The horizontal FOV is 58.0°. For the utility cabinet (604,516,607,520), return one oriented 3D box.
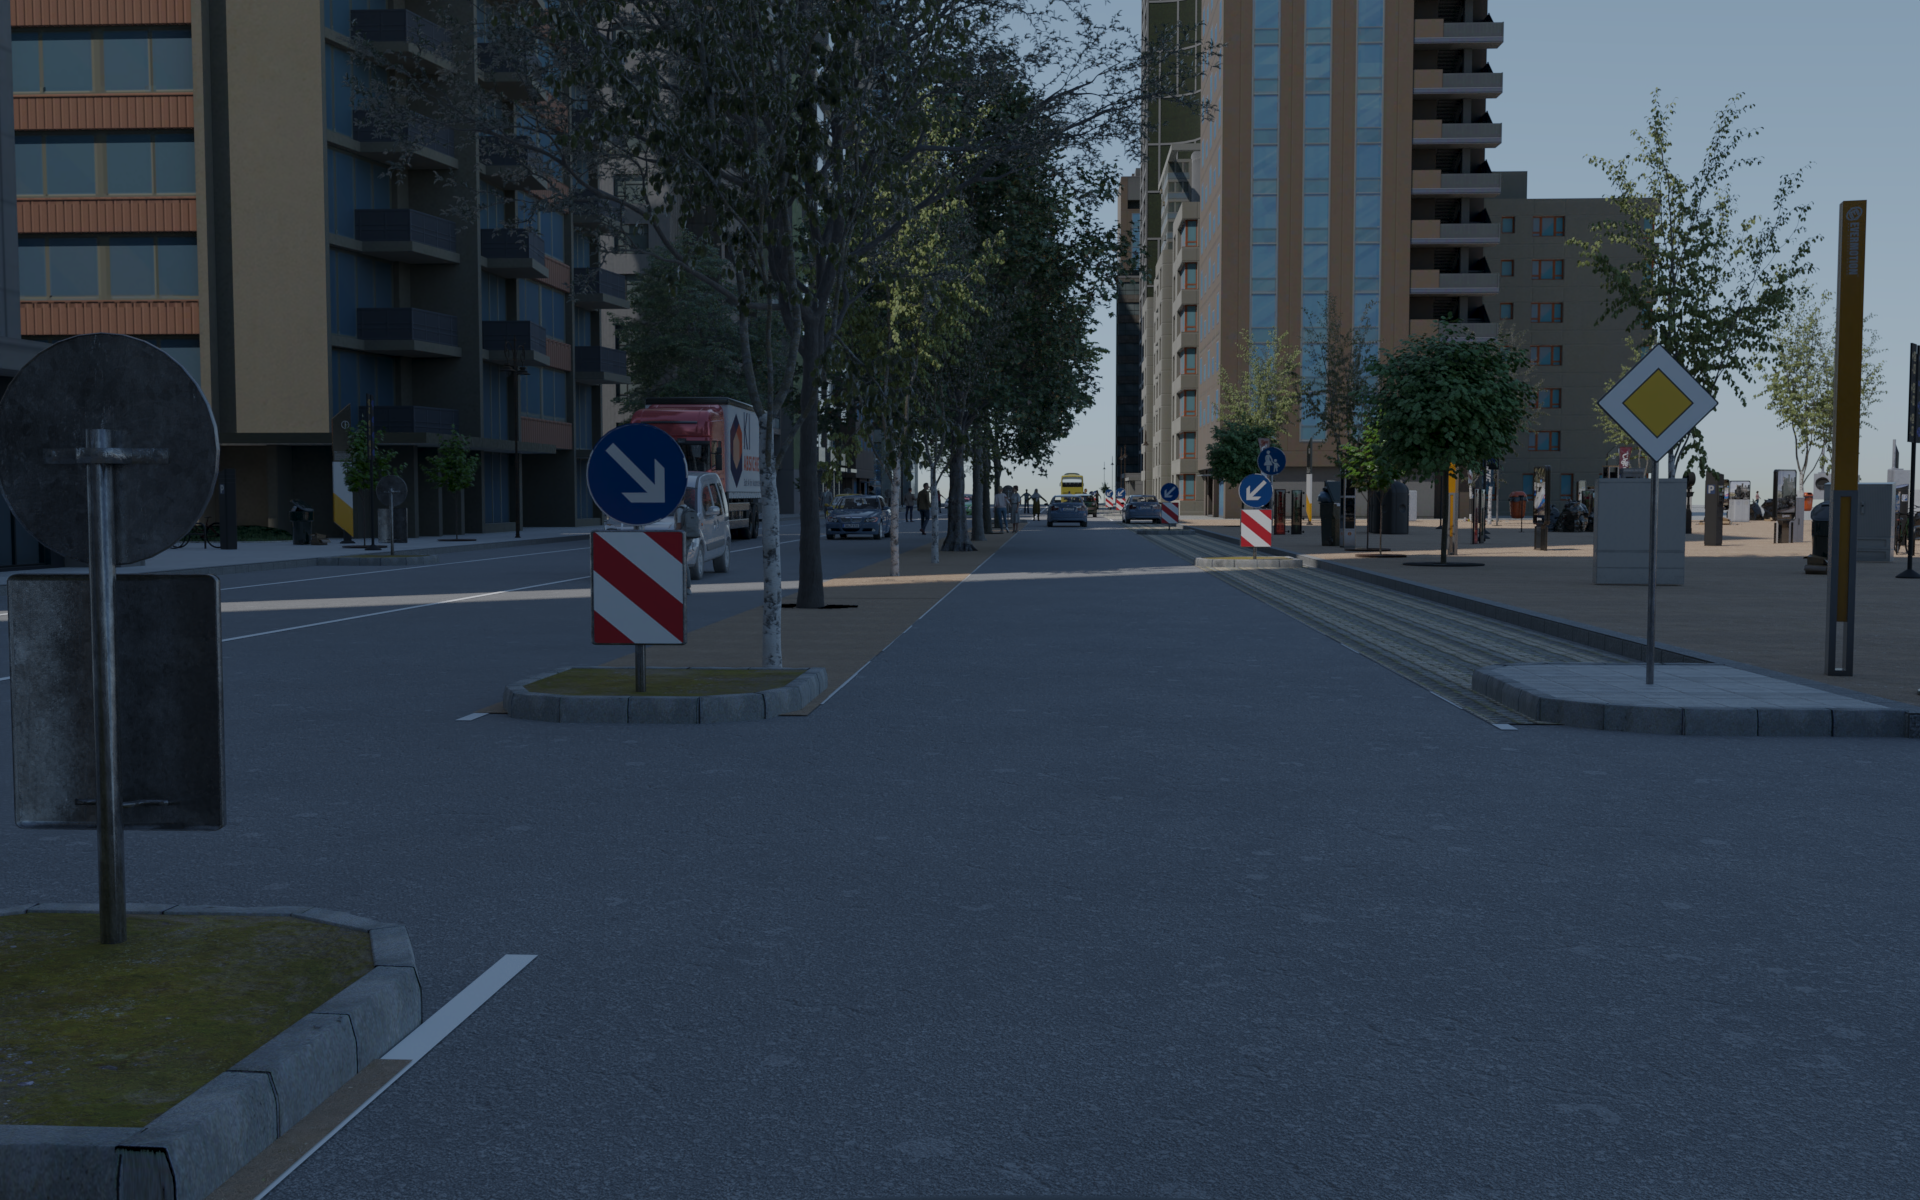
[{"bbox_3d":[-17.973,-4.677,85.141,1.173,1.500,0.318,0,4,7],"label":"utility cabinet"}]

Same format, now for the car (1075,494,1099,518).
[{"bbox_3d":[7.599,-5.947,107.025,2.009,1.686,4.222,0,4,4],"label":"car"}]

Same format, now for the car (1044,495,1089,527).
[{"bbox_3d":[4.719,-3.951,76.596,2.014,1.417,4.499,0,4,2],"label":"car"}]

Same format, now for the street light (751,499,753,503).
[{"bbox_3d":[-10.747,-7.133,89.410,0.468,5.910,1.993,0,4,3],"label":"street light"}]

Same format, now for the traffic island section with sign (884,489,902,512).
[{"bbox_3d":[-5.738,-8.008,139.553,1.989,1.847,2.006,0,4,3],"label":"traffic island section with sign"}]

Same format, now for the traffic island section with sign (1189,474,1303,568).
[{"bbox_3d":[5.692,-1.580,34.466,1.989,1.847,2.006,0,4,3],"label":"traffic island section with sign"}]

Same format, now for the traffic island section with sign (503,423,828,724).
[{"bbox_3d":[-2.027,-0.221,11.756,2.006,1.907,1.989,0,4,3],"label":"traffic island section with sign"}]

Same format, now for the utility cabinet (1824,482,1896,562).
[{"bbox_3d":[17.011,-1.475,32.789,1.173,1.500,0.318,3,5,40],"label":"utility cabinet"}]

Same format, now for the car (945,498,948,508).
[{"bbox_3d":[-0.489,-9.892,174.098,2.083,1.381,4.827,0,4,4],"label":"car"}]

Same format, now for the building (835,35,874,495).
[{"bbox_3d":[-15.377,-30.845,154.422,14.600,45.320,14.200,0,4,3],"label":"building"}]

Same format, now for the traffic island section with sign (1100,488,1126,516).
[{"bbox_3d":[10.227,-6.298,111.606,1.989,1.847,2.006,0,4,3],"label":"traffic island section with sign"}]

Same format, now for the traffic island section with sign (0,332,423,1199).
[{"bbox_3d":[-2.472,0.231,4.362,2.006,1.907,1.989,0,4,3],"label":"traffic island section with sign"}]

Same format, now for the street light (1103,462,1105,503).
[{"bbox_3d":[20.447,-16.684,245.565,0.468,5.910,1.993,0,4,3],"label":"street light"}]

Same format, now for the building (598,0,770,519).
[{"bbox_3d":[-18.520,-19.784,95.173,14.160,30.474,14.107,0,4,3],"label":"building"}]

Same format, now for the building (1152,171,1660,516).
[{"bbox_3d":[27.774,-16.595,116.360,27.650,21.520,28.899,0,4,3],"label":"building"}]

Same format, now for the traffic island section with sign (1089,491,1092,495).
[{"bbox_3d":[15.039,-11.291,193.242,1.989,1.847,2.006,0,4,3],"label":"traffic island section with sign"}]

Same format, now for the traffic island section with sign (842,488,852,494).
[{"bbox_3d":[-7.312,-6.358,112.584,1.989,1.847,2.006,0,4,3],"label":"traffic island section with sign"}]

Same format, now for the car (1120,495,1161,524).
[{"bbox_3d":[8.835,-4.414,84.175,2.014,1.417,4.499,0,4,2],"label":"car"}]

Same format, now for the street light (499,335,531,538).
[{"bbox_3d":[-12.942,-4.753,50.502,0.468,5.910,1.993,0,4,3],"label":"street light"}]

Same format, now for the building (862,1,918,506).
[{"bbox_3d":[-16.037,-55.359,217.783,22.319,86.520,31.000,0,4,3],"label":"building"}]

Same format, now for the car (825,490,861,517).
[{"bbox_3d":[-4.920,-4.056,76.542,2.015,1.641,3.980,0,4,2],"label":"car"}]

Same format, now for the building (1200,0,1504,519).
[{"bbox_3d":[20.644,-27.180,94.506,14.600,45.320,14.200,0,4,3],"label":"building"}]

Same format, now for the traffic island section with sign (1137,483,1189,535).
[{"bbox_3d":[7.284,-3.229,61.419,1.989,1.847,2.006,0,4,3],"label":"traffic island section with sign"}]

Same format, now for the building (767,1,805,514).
[{"bbox_3d":[-17.791,-26.019,109.001,14.154,41.232,14.086,0,4,3],"label":"building"}]

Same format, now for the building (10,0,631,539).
[{"bbox_3d":[-24.734,-24.926,62.159,22.147,44.769,28.867,0,4,3],"label":"building"}]

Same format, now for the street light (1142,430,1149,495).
[{"bbox_3d":[13.406,-9.319,125.158,0.468,5.910,1.993,0,4,3],"label":"street light"}]

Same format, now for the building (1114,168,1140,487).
[{"bbox_3d":[28.620,-35.914,237.300,14.600,45.320,14.200,0,4,3],"label":"building"}]

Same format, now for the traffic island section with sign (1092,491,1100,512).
[{"bbox_3d":[11.812,-7.944,138.514,1.989,1.847,2.006,0,4,3],"label":"traffic island section with sign"}]

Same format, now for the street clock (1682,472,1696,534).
[{"bbox_3d":[23.508,-3.139,55.891,0.358,2.002,0.471,0,4,-5],"label":"street clock"}]

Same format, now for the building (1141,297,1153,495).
[{"bbox_3d":[29.867,-18.401,145.897,27.650,21.520,28.899,0,4,3],"label":"building"}]

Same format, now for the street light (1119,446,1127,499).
[{"bbox_3d":[15.953,-12.139,171.256,0.468,5.910,1.993,0,4,3],"label":"street light"}]

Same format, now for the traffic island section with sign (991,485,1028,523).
[{"bbox_3d":[2.377,-4.809,86.766,2.006,1.907,1.989,0,4,3],"label":"traffic island section with sign"}]

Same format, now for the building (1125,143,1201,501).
[{"bbox_3d":[33.760,-29.962,181.763,32.217,40.220,23.993,0,4,3],"label":"building"}]

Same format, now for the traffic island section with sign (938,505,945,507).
[{"bbox_3d":[-2.492,-11.364,194.428,1.989,1.847,2.006,0,4,3],"label":"traffic island section with sign"}]

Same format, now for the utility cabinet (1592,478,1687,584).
[{"bbox_3d":[9.562,-0.961,24.392,1.173,1.500,0.318,1,4,10],"label":"utility cabinet"}]

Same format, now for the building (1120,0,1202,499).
[{"bbox_3d":[29.738,-46.863,204.461,20.563,71.187,20.611,0,4,3],"label":"building"}]

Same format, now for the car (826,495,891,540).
[{"bbox_3d":[-3.215,-2.690,55.988,2.014,1.417,4.499,0,4,5],"label":"car"}]

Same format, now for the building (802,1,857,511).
[{"bbox_3d":[-20.793,-31.357,132.301,23.786,49.044,30.456,0,4,3],"label":"building"}]

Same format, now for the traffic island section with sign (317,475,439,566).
[{"bbox_3d":[-11.841,-1.647,35.551,1.989,1.847,2.006,0,4,3],"label":"traffic island section with sign"}]

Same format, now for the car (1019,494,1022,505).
[{"bbox_3d":[7.461,-13.859,235.640,2.155,1.783,4.494,0,4,2],"label":"car"}]

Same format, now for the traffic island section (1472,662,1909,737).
[{"bbox_3d":[4.677,0.647,11.702,2.009,0.180,2.903,0,4,3],"label":"traffic island section"}]

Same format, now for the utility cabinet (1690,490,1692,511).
[{"bbox_3d":[23.375,-2.949,56.893,1.173,1.500,0.318,0,4,7],"label":"utility cabinet"}]

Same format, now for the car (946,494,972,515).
[{"bbox_3d":[0.285,-5.580,103.036,2.131,1.459,4.920,0,4,4],"label":"car"}]

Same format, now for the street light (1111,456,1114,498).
[{"bbox_3d":[18.321,-14.411,208.404,0.468,5.910,1.993,0,4,3],"label":"street light"}]

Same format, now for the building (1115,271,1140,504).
[{"bbox_3d":[27.038,-27.616,223.218,14.160,30.474,14.107,0,4,3],"label":"building"}]

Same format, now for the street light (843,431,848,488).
[{"bbox_3d":[-8.395,-9.448,127.261,0.468,5.910,1.993,0,4,3],"label":"street light"}]

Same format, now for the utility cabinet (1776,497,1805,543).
[{"bbox_3d":[22.074,-2.132,46.022,1.020,1.237,0.306,-3,5,-41],"label":"utility cabinet"}]

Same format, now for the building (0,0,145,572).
[{"bbox_3d":[-25.045,-35.883,24.939,20.563,71.187,20.611,0,4,3],"label":"building"}]
